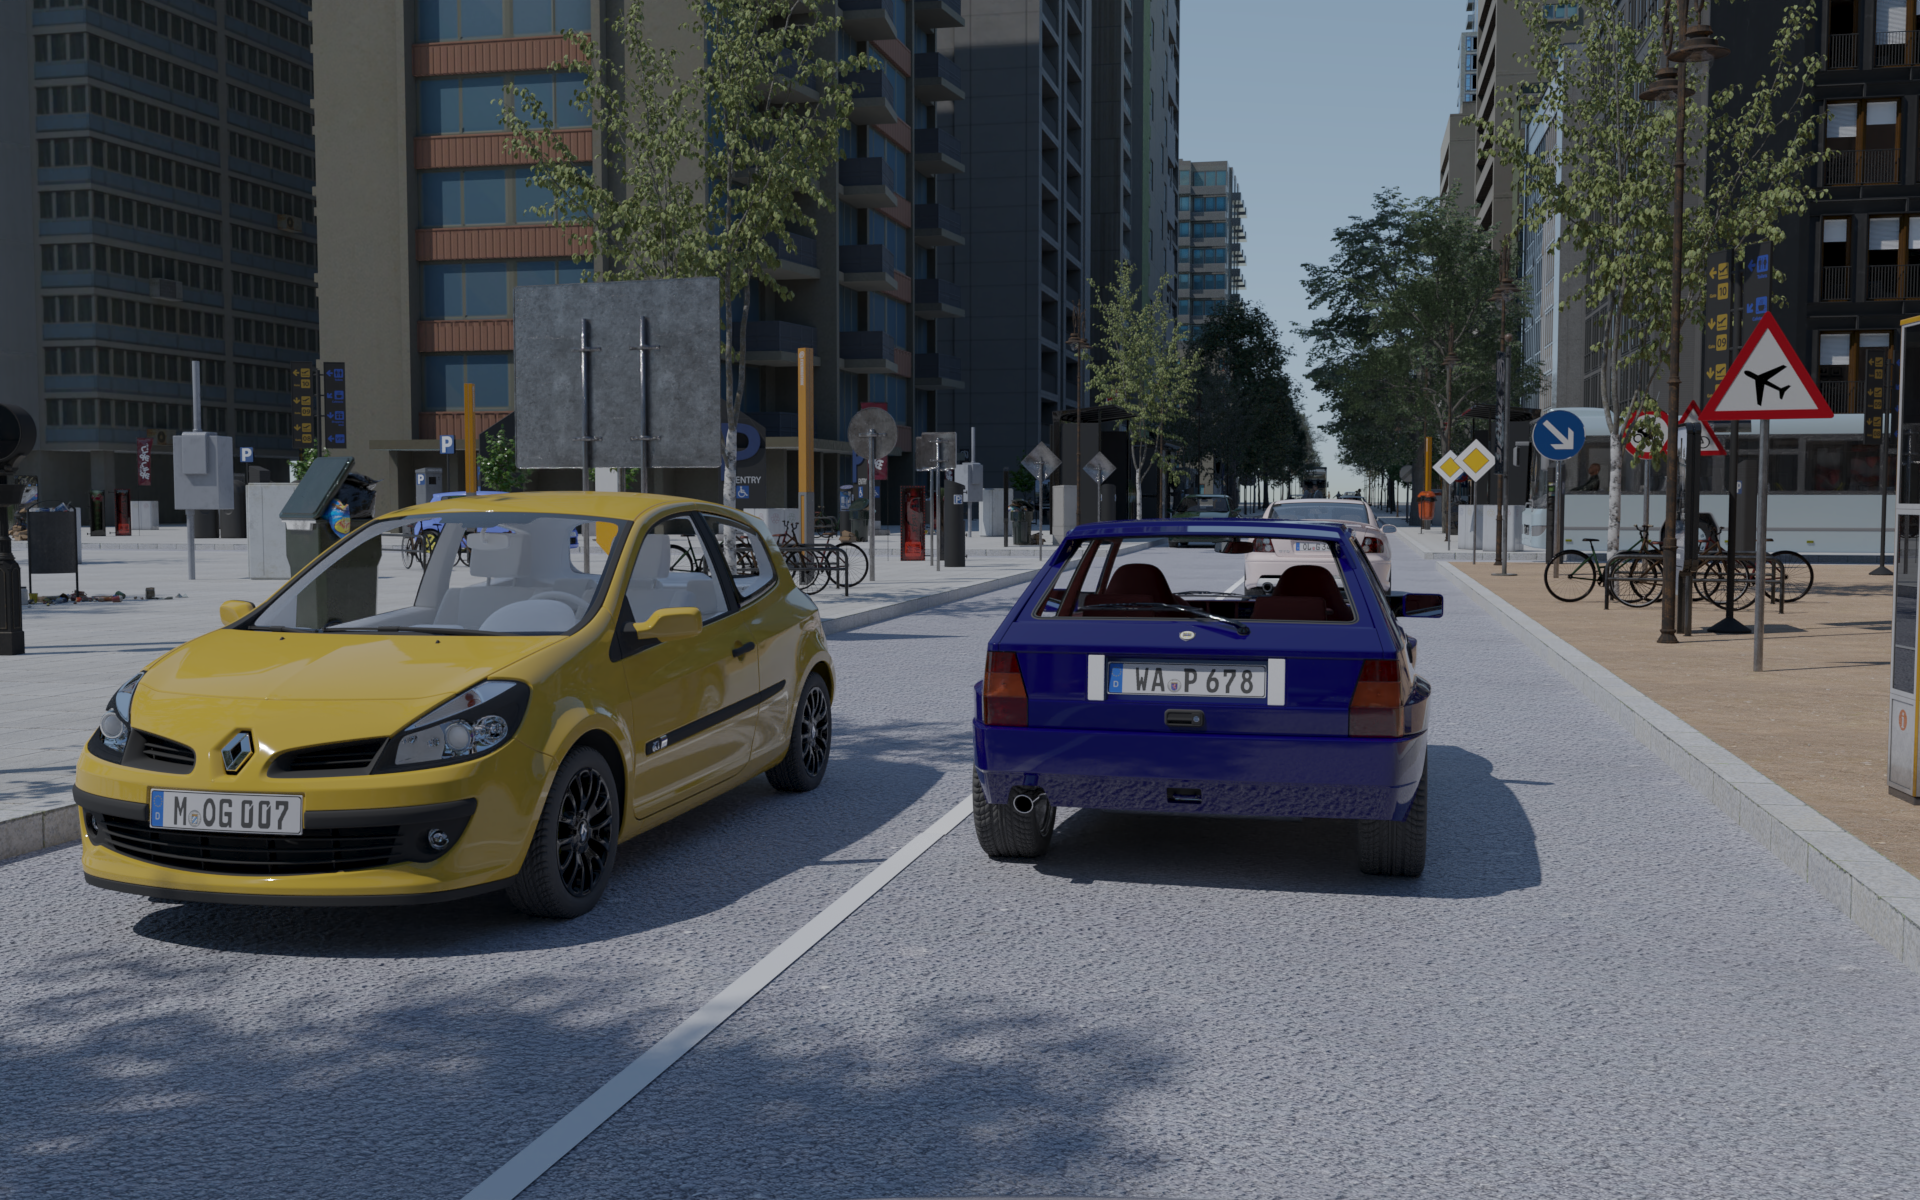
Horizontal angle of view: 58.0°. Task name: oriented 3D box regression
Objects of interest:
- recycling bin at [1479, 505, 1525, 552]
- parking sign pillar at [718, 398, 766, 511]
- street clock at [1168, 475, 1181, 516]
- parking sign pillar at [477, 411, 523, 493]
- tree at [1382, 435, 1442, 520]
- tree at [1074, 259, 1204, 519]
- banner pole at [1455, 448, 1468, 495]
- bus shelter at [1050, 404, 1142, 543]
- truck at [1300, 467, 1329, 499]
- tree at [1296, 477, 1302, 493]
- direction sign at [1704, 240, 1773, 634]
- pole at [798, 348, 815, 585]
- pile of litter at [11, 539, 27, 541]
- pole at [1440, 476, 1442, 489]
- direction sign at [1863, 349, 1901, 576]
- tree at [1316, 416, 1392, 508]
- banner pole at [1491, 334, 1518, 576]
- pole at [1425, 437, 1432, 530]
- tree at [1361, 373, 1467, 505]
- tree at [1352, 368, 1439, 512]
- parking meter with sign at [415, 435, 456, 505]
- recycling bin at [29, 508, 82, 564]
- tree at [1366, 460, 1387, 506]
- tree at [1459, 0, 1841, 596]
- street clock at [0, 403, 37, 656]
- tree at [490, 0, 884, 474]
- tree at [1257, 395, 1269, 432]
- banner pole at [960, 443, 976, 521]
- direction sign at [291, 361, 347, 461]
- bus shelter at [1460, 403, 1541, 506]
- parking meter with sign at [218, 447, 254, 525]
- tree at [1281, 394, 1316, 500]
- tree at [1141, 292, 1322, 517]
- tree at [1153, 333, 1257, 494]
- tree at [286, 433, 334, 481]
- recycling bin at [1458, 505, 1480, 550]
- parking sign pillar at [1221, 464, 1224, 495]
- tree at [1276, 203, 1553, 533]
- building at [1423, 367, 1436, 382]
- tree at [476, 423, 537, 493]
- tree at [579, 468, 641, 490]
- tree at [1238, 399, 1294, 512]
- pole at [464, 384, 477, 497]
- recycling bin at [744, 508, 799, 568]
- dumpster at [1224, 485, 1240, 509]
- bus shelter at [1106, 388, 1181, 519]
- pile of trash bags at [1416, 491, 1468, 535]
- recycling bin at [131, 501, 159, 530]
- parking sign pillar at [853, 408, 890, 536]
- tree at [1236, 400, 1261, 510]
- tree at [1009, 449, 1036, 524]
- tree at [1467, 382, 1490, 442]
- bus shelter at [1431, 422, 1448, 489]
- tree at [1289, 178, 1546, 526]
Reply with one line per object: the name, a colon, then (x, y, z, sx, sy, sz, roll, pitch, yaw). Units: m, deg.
recycling bin: (12.154, -1.601, 38.725, 0.722, 1.027, 0.722, 2, 4, 35)
parking sign pillar: (-5.987, -3.618, 47.629, 1.447, 3.967, 1.447, 0, 4, -6)
street clock: (8.130, -3.741, 65.737, 0.471, 2.002, 0.358, 0, 4, 8)
parking sign pillar: (-14.106, -3.954, 53.121, 1.447, 3.967, 1.447, -2, 4, -27)
tree: (22.850, -6.291, 86.572, 4.285, 4.588, 4.351, 0, 3, 0)
tree: (5.613, -6.339, 54.000, 4.737, 8.622, 4.395, 0, 3, 0)
banner pole: (24.198, -5.736, 83.803, 0.863, 3.779, 0.401, 3, 5, 40)
bus shelter: (3.853, -3.498, 48.476, 1.731, 3.624, 6.357, 1, 4, 13)
truck: (36.902, -11.699, 180.189, 2.839, 4.237, 11.283, 1, 4, 12)
tree: (49.359, -18.357, 250.499, 4.360, 8.622, 3.978, 0, 3, 0)
direction sign: (7.142, -1.466, 15.972, 0.379, 3.537, 0.876, -1, 4, -13)
pole: (-2.159, -1.863, 24.311, 0.158, 3.312, 0.155, 0, 3, 0)
pile of litter: (-25.650, -2.078, 47.932, 1.176, 0.858, 1.719, 2, 4, 27)
pole: (29.087, -6.776, 104.637, 0.158, 3.312, 0.155, 0, 3, 0)
direction sign: (14.600, -2.160, 27.321, 0.876, 3.537, 0.379, -1, 4, -17)
tree: (39.857, -15.325, 160.937, 12.009, 13.543, 11.850, 0, 3, 0)
banner pole: (8.430, -2.257, 26.926, 0.401, 3.779, 0.863, 2, 4, 34)
pole: (16.759, -4.167, 61.978, 0.158, 3.312, 0.155, 0, 3, 0)
tree: (26.272, -9.191, 100.633, 4.360, 8.622, 3.978, 0, 3, 0)
tree: (31.664, -12.299, 126.836, 9.928, 11.665, 9.643, 0, 3, 0)
parking meter with sign: (-15.526, -3.322, 50.572, 0.543, 3.016, 1.738, 2, 4, 27)
recycling bin: (-16.601, -1.176, 31.785, 0.722, 1.027, 0.722, -3, 5, -40)
tree: (44.536, -14.149, 181.703, 4.737, 8.622, 4.395, 0, 3, 0)
tree: (8.475, -4.354, 21.546, 4.737, 8.622, 4.395, 0, 3, 0)
street clock: (-7.609, -0.563, 13.772, 0.471, 2.002, 0.358, 0, 4, 1)
tree: (-2.873, -4.259, 20.005, 4.737, 8.622, 4.395, 0, 3, 0)
tree: (12.903, -8.264, 85.478, 4.360, 8.622, 3.978, 0, 3, 0)
banner pole: (0.377, -5.746, 83.959, 0.863, 3.779, 0.401, 0, 4, -2)
direction sign: (-10.977, -2.307, 29.711, 0.876, 3.537, 0.379, -1, 4, -11)
bus shelter: (14.766, -3.440, 47.520, 1.731, 3.624, 6.357, 1, 4, 13)
parking meter with sign: (-26.755, -4.132, 63.823, 0.543, 3.016, 1.738, 1, 4, 13)
tree: (38.181, -17.960, 204.017, 12.009, 13.543, 11.850, 0, 3, 0)
tree: (15.532, -11.112, 98.687, 9.611, 12.733, 9.660, 0, 3, 0)
tree: (10.548, -7.865, 78.948, 4.360, 8.622, 3.978, 0, 3, 0)
tree: (-19.945, -3.589, 53.281, 1.663, 3.219, 1.824, 0, 3, 0)
recycling bin: (12.017, -1.683, 40.066, 0.722, 1.027, 0.722, -1, 4, -14)
parking sign pillar: (16.563, -7.466, 110.533, 1.447, 3.967, 1.447, 1, 4, 14)
tree: (15.606, -7.464, 56.445, 7.601, 10.594, 8.767, -1, 4, -12)
building: (76.006, -29.730, 257.788, 14.160, 30.474, 14.107, 1, 4, 13)
tree: (-12.322, -3.211, 47.102, 1.663, 3.219, 1.824, 0, 3, 0)
tree: (-9.434, -3.228, 47.386, 1.663, 3.219, 1.824, 0, 3, 0)
tree: (20.688, -10.394, 120.298, 4.737, 8.622, 4.395, 0, 3, 0)
pole: (-9.057, -2.338, 32.073, 0.158, 3.312, 0.155, 0, 3, 0)
recycling bin: (-3.269, -1.071, 30.063, 0.722, 1.027, 0.722, -3, 5, -43)
dumpster: (17.733, -6.619, 113.973, 1.264, 1.857, 1.865, 1, 4, 13)
bus shelter: (7.129, -5.513, 67.776, 2.179, 5.291, 8.768, 1, 4, 13)
pile of trash bags: (15.879, -2.745, 54.628, 1.912, 1.369, 3.447, -3, 5, -39)
recycling bin: (-29.119, -3.016, 61.871, 0.722, 1.027, 0.722, 0, 4, -6)
parking sign pillar: (-2.894, -3.990, 53.716, 1.447, 3.967, 1.447, -2, 4, -24)
tree: (24.927, -12.787, 143.474, 8.767, 10.594, 7.601, 1, 4, 16)
tree: (2.725, -4.878, 74.353, 1.663, 3.219, 1.824, 0, 3, 0)
tree: (32.502, -9.623, 107.698, 4.360, 8.622, 3.978, 0, 3, 0)
bus shelter: (25.383, -7.092, 93.592, 2.179, 5.291, 8.768, 1, 4, 13)
tree: (18.385, -9.971, 69.680, 9.857, 13.997, 8.962, 0, 3, 0)
